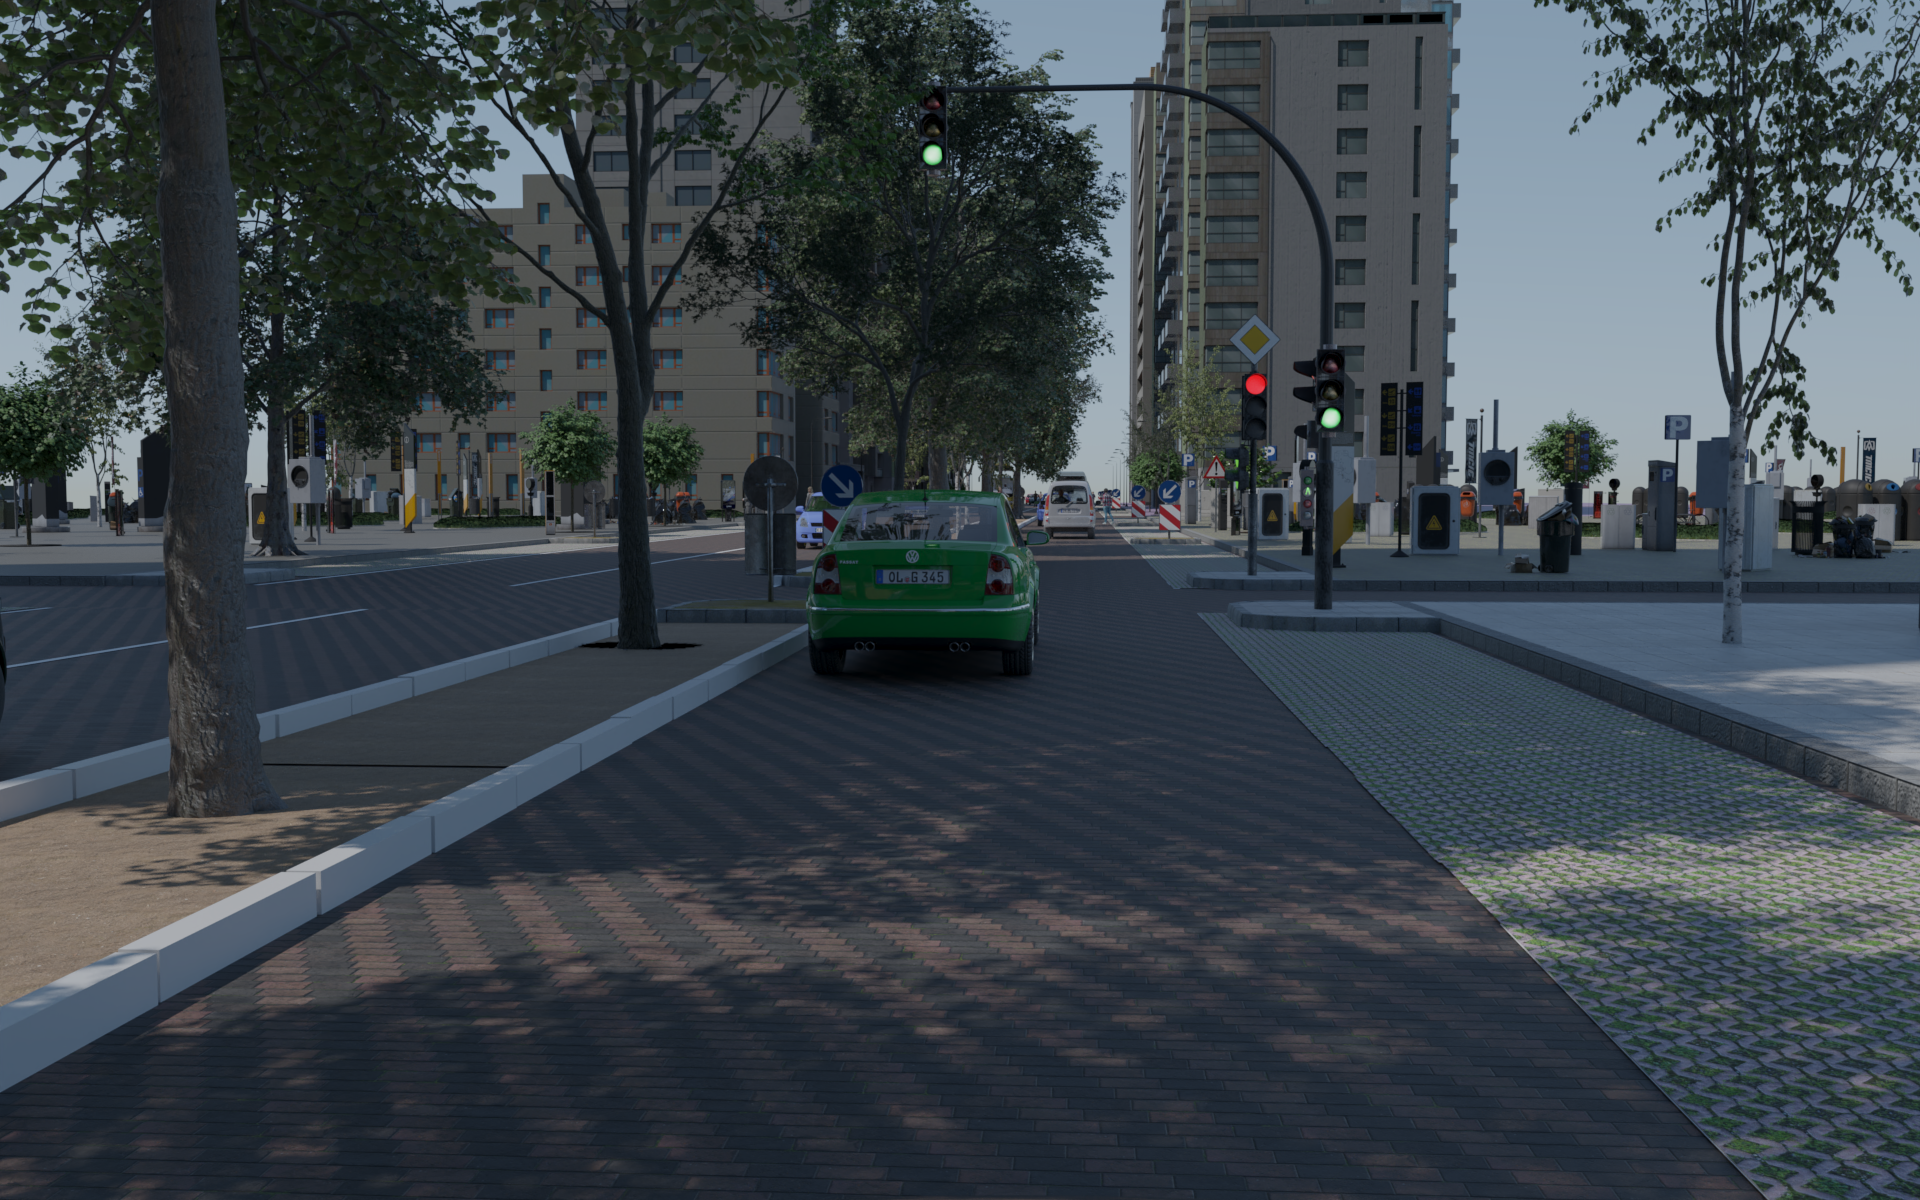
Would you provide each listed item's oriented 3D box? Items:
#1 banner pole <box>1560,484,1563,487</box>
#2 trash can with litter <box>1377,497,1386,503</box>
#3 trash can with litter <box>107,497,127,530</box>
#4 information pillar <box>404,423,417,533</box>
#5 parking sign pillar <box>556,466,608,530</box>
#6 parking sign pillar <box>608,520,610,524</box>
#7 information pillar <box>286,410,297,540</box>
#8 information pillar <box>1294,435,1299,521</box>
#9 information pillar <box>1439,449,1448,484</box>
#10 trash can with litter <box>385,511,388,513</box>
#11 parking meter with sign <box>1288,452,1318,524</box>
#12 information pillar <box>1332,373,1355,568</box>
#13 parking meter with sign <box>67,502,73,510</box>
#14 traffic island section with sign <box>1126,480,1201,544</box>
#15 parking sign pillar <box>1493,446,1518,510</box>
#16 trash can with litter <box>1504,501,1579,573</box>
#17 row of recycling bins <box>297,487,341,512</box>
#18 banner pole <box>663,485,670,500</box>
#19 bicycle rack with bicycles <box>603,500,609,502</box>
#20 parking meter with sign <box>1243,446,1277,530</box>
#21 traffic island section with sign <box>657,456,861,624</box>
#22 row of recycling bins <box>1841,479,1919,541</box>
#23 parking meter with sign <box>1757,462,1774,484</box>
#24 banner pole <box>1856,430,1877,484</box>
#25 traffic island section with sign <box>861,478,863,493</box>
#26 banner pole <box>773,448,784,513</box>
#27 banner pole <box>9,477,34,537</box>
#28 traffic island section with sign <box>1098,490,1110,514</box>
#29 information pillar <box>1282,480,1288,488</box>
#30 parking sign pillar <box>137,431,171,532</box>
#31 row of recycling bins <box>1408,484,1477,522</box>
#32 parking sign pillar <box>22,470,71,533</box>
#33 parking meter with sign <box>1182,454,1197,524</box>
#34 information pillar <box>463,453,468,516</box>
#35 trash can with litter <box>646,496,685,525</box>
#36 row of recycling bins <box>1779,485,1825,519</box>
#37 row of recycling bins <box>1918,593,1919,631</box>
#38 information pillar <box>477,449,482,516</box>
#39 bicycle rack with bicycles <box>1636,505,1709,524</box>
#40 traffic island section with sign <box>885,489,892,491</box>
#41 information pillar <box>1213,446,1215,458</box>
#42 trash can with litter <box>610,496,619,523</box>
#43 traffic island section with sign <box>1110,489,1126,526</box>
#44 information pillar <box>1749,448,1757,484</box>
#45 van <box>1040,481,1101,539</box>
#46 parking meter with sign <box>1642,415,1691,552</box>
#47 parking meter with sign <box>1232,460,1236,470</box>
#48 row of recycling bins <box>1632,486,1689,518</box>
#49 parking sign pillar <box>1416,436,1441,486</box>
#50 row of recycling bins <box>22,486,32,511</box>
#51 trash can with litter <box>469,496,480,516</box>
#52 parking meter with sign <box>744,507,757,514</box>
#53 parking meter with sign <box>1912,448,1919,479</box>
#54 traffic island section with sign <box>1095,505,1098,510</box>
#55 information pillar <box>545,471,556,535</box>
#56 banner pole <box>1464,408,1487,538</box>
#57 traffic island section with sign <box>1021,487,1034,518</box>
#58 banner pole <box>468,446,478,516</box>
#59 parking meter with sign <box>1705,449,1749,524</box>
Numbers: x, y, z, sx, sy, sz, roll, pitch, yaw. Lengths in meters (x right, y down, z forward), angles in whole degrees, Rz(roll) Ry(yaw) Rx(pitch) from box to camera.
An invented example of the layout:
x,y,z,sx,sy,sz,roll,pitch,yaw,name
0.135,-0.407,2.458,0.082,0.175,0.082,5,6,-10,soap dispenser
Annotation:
x,y,z,sx,sy,sz,roll,pitch,yaw,name
25.097,-4.981,71.454,0.401,3.779,0.863,-2,4,-32,banner pole
14.874,-2.961,59.800,1.055,1.170,0.624,0,4,7,trash can with litter
-30.174,-3.097,62.023,0.624,1.170,1.055,-2,4,-26,trash can with litter
-18.069,-4.009,56.909,0.504,3.616,0.183,2,4,32,information pillar
-13.935,-4.550,62.871,1.447,3.967,1.447,3,4,39,parking sign pillar
-15.777,-5.252,74.336,1.447,3.967,1.447,0,4,4,parking sign pillar
-18.769,-3.502,48.615,0.183,3.616,0.504,0,4,-4,information pillar
12.089,-4.338,62.284,0.183,3.616,0.504,1,4,18,information pillar
24.804,-5.971,88.980,0.504,3.616,0.183,0,4,-1,information pillar
-31.500,-5.174,95.986,1.055,1.170,0.624,-3,5,-39,trash can with litter
13.790,-4.564,70.890,1.738,3.016,0.543,-2,4,-31,parking meter with sign
6.605,-2.368,30.080,0.504,3.616,0.183,-1,4,-20,information pillar
-50.602,-6.163,97.031,1.738,3.016,0.543,0,4,6,parking meter with sign
5.906,-2.530,49.997,1.989,1.847,2.006,0,4,4,traffic island section with sign
30.728,-6.674,97.588,1.447,3.967,1.447,-1,4,-18,parking sign pillar
9.462,-1.028,28.196,1.055,1.170,0.624,0,4,2,trash can with litter
-36.689,-5.591,98.522,3.534,1.692,1.069,2,4,24,row of recycling bins
-15.072,-6.060,89.100,0.401,3.779,0.863,1,4,20,banner pole
-21.327,-5.250,99.211,2.852,0.926,2.925,-3,5,-40,bicycle rack with bicycles
10.684,-4.010,61.831,0.543,3.016,1.738,3,4,36,parking meter with sign
-2.305,-0.727,20.030,2.006,1.907,1.989,0,4,4,traffic island section with sign
25.770,-2.472,47.525,3.534,1.692,1.069,0,4,-6,row of recycling bins
43.939,-6.071,95.518,1.738,3.016,0.543,-1,4,-17,parking meter with sign
35.220,-4.738,67.491,0.863,3.779,0.401,1,4,21,banner pole
-1.776,-1.179,27.419,2.006,1.907,1.989,0,4,4,traffic island section with sign
-9.772,-6.352,93.874,0.863,3.779,0.401,2,4,26,banner pole
-27.914,-3.762,51.534,0.401,3.779,0.863,2,4,24,banner pole
11.285,-7.207,126.461,1.989,1.847,2.006,0,4,4,traffic island section with sign
16.563,-5.122,88.243,0.304,2.012,0.304,0,4,1,information pillar
-27.341,-4.320,59.106,1.447,3.967,1.447,3,4,38,parking sign pillar
20.192,-4.005,72.601,1.069,1.692,3.534,-2,4,-32,row of recycling bins
-30.658,-4.252,57.993,1.447,3.967,1.447,3,5,44,parking sign pillar
9.820,-4.747,73.871,0.543,3.016,1.738,0,4,0,parking meter with sign
-28.230,-6.578,98.909,0.183,3.616,0.504,-3,4,-37,information pillar
-12.565,-3.743,72.248,2.233,1.210,1.678,-1,4,-16,trash can with litter
45.390,-5.166,91.573,3.534,1.692,1.069,-1,4,-11,row of recycling bins
10.080,-0.586,16.696,1.069,1.692,3.534,3,5,43,row of recycling bins
-25.068,-6.057,90.382,0.183,3.616,0.504,0,4,2,information pillar
23.418,-2.722,57.880,2.925,0.926,2.852,2,4,25,bicycle rack with bicycles
-5.304,-7.312,128.185,1.989,1.847,2.006,0,4,4,traffic island section with sign
12.464,-5.739,85.184,0.183,3.616,0.504,0,4,3,information pillar
-15.665,-4.014,76.688,2.233,1.210,1.678,-3,5,-40,trash can with litter
7.783,-4.175,76.887,1.989,1.847,2.006,0,4,4,traffic island section with sign
40.751,-5.975,89.049,0.504,3.616,0.183,-2,4,-27,information pillar
3.602,-3.031,56.569,2.013,2.044,4.112,0,4,5,van
15.835,-2.615,39.013,0.543,3.016,1.738,0,4,3,parking meter with sign
11.516,-4.359,67.531,1.738,3.016,0.543,1,4,16,parking meter with sign
37.806,-5.289,93.595,1.069,1.692,3.534,-2,4,-27,row of recycling bins
21.912,-5.663,81.059,1.447,3.967,1.447,-1,4,-22,parking sign pillar
-48.774,-5.089,90.310,1.069,1.692,3.534,0,4,-1,row of recycling bins
-23.092,-4.299,81.344,2.233,1.210,1.678,1,4,14,trash can with litter
-11.642,-6.335,99.839,1.738,3.016,0.543,1,4,18,parking meter with sign
36.597,-4.203,64.986,0.543,3.016,1.738,-1,4,-15,parking meter with sign
13.223,-8.893,154.032,1.989,1.847,2.006,0,4,4,traffic island section with sign
-12.805,-3.035,54.118,0.304,2.012,0.304,-1,4,-14,information pillar
15.036,-3.703,50.564,0.863,3.779,0.401,-2,4,-28,banner pole
3.490,-5.764,102.373,2.006,1.907,1.989,0,4,4,traffic island section with sign
-25.578,-6.175,90.985,0.401,3.779,0.863,2,4,35,banner pole
29.422,-4.298,66.527,1.738,3.016,0.543,-2,4,-24,parking meter with sign
